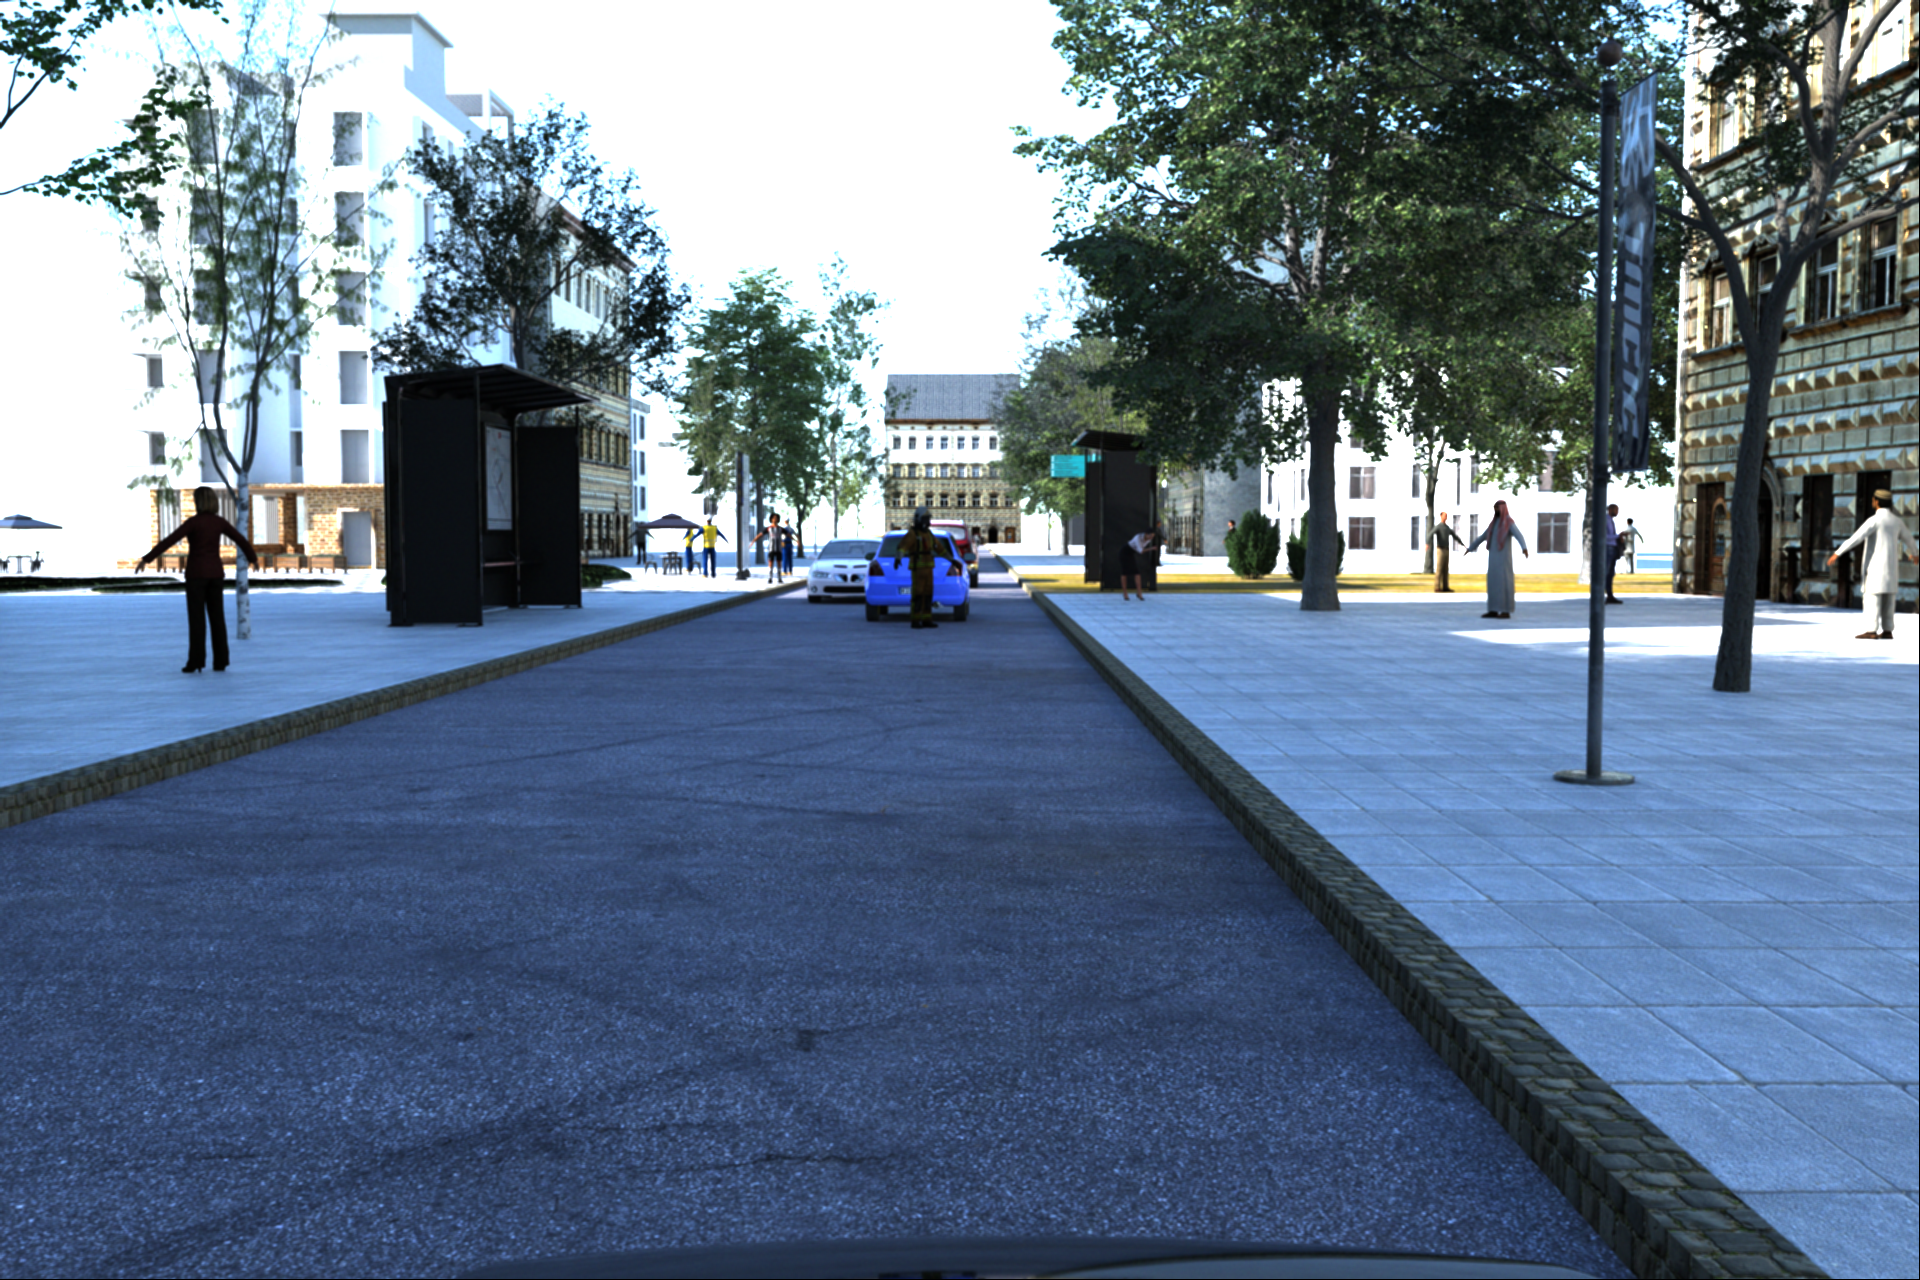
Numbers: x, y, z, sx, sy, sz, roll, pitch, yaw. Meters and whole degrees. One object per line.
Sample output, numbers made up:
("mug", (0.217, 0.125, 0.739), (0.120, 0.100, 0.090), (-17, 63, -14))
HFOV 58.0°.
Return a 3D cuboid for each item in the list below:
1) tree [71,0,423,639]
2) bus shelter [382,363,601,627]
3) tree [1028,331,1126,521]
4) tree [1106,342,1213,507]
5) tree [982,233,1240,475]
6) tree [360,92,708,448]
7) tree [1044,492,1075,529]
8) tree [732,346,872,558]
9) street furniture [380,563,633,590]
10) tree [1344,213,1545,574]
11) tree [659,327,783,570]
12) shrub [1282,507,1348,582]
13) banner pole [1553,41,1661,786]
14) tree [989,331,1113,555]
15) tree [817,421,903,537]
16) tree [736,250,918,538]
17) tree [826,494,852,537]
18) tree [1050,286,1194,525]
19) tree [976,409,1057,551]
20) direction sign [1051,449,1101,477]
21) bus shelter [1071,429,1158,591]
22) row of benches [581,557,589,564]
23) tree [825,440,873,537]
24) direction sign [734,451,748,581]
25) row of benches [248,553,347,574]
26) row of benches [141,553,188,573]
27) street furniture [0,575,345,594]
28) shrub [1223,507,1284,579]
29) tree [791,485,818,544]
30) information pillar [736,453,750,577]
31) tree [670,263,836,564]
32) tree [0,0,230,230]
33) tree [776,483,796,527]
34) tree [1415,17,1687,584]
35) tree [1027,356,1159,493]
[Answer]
("tree", (-8.799, -4.305, 20.748), (4.360, 8.622, 3.978), (0, 3, 0))
("bus shelter", (-7.117, -2.185, 27.012), (1.731, 3.624, 6.357), (0, 4, 1))
("tree", (7.482, -10.852, 95.556), (7.486, 12.596, 7.792), (0, 3, 0))
("tree", (6.785, -6.673, 59.467), (4.737, 8.622, 4.395), (0, 3, 0))
("tree", (6.119, -9.762, 69.983), (12.009, 13.543, 11.850), (0, 3, 0))
("tree", (-8.650, -6.204, 35.854), (8.767, 10.594, 7.601), (2, 4, 32))
("tree", (7.231, -10.300, 118.761), (4.737, 8.622, 4.395), (0, 3, 0))
("tree", (-8.474, -10.197, 92.474), (9.928, 11.665, 9.643), (0, 3, 0))
("street furniture", (-11.359, -1.769, 44.548), (5.734, 0.657, 10.072), (0, 4, -2))
("tree", (15.186, -7.933, 55.466), (9.928, 11.665, 9.643), (0, 3, 0))
("tree", (-9.092, -6.803, 61.590), (4.360, 8.622, 3.978), (0, 3, 0))
("shrub", (8.830, -2.370, 43.170), (1.690, 2.028, 1.600), (0, 3, 0))
("banner pole", (3.299, -1.141, 8.677), (0.401, 3.779, 0.863), (0, 4, 0))
("tree", (6.388, -12.273, 107.322), (9.857, 13.997, 8.962), (0, 3, 0))
("tree", (-8.128, -12.675, 141.649), (7.601, 10.594, 8.767), (-1, 4, -12))
("tree", (-9.293, -16.052, 118.334), (12.611, 20.169, 13.585), (0, 3, 0))
("tree", (-15.819, -17.071, 229.477), (4.737, 8.622, 4.395), (0, 3, 0))
("tree", (4.378, -5.956, 47.736), (4.360, 8.622, 3.978), (0, 3, 0))
("tree", (6.826, -13.520, 131.428), (12.009, 13.543, 11.850), (0, 3, 0))
("direction sign", (3.988, -3.851, 51.727), (2.525, 3.948, 1.411), (0, 4, 1))
("bus shelter", (3.697, -3.094, 41.876), (1.731, 3.624, 6.357), (0, 4, 1))
("row of benches", (-12.376, -2.229, 51.904), (1.422, 0.672, 4.104), (1, 4, 19))
("tree", (-8.510, -11.227, 133.921), (4.737, 8.622, 4.395), (0, 3, 0))
("direction sign", (-6.064, -3.416, 47.853), (0.379, 3.537, 0.876), (0, 4, 1))
("row of benches", (-21.897, -2.542, 57.017), (4.104, 0.672, 1.422), (1, 4, 22))
("row of benches", (-25.790, -2.552, 57.184), (4.104, 0.672, 1.422), (3, 4, 38))
("street furniture", (-30.043, -2.340, 43.290), (27.439, 1.986, 14.083), (2, 4, 25))
("shrub", (8.335, -2.764, 49.229), (1.661, 2.075, 1.752), (0, 3, 0))
("tree", (-20.853, -17.415, 235.102), (4.737, 8.622, 4.395), (0, 3, 0))
("information pillar", (-6.414, -3.663, 51.207), (0.184, 3.620, 1.656), (0, 4, 1))
("tree", (-8.744, -9.474, 73.028), (7.486, 12.596, 7.792), (0, 3, 0))
("tree", (-9.109, -5.390, 13.890), (9.928, 11.665, 9.643), (0, 3, 0))
("tree", (-22.604, -17.084, 229.679), (4.360, 8.622, 3.978), (0, 3, 0))
("tree", (16.294, -8.407, 44.105), (9.857, 13.997, 8.962), (0, 3, 0))
("tree", (6.750, -9.223, 85.215), (7.601, 10.594, 8.767), (-2, 4, -32))
